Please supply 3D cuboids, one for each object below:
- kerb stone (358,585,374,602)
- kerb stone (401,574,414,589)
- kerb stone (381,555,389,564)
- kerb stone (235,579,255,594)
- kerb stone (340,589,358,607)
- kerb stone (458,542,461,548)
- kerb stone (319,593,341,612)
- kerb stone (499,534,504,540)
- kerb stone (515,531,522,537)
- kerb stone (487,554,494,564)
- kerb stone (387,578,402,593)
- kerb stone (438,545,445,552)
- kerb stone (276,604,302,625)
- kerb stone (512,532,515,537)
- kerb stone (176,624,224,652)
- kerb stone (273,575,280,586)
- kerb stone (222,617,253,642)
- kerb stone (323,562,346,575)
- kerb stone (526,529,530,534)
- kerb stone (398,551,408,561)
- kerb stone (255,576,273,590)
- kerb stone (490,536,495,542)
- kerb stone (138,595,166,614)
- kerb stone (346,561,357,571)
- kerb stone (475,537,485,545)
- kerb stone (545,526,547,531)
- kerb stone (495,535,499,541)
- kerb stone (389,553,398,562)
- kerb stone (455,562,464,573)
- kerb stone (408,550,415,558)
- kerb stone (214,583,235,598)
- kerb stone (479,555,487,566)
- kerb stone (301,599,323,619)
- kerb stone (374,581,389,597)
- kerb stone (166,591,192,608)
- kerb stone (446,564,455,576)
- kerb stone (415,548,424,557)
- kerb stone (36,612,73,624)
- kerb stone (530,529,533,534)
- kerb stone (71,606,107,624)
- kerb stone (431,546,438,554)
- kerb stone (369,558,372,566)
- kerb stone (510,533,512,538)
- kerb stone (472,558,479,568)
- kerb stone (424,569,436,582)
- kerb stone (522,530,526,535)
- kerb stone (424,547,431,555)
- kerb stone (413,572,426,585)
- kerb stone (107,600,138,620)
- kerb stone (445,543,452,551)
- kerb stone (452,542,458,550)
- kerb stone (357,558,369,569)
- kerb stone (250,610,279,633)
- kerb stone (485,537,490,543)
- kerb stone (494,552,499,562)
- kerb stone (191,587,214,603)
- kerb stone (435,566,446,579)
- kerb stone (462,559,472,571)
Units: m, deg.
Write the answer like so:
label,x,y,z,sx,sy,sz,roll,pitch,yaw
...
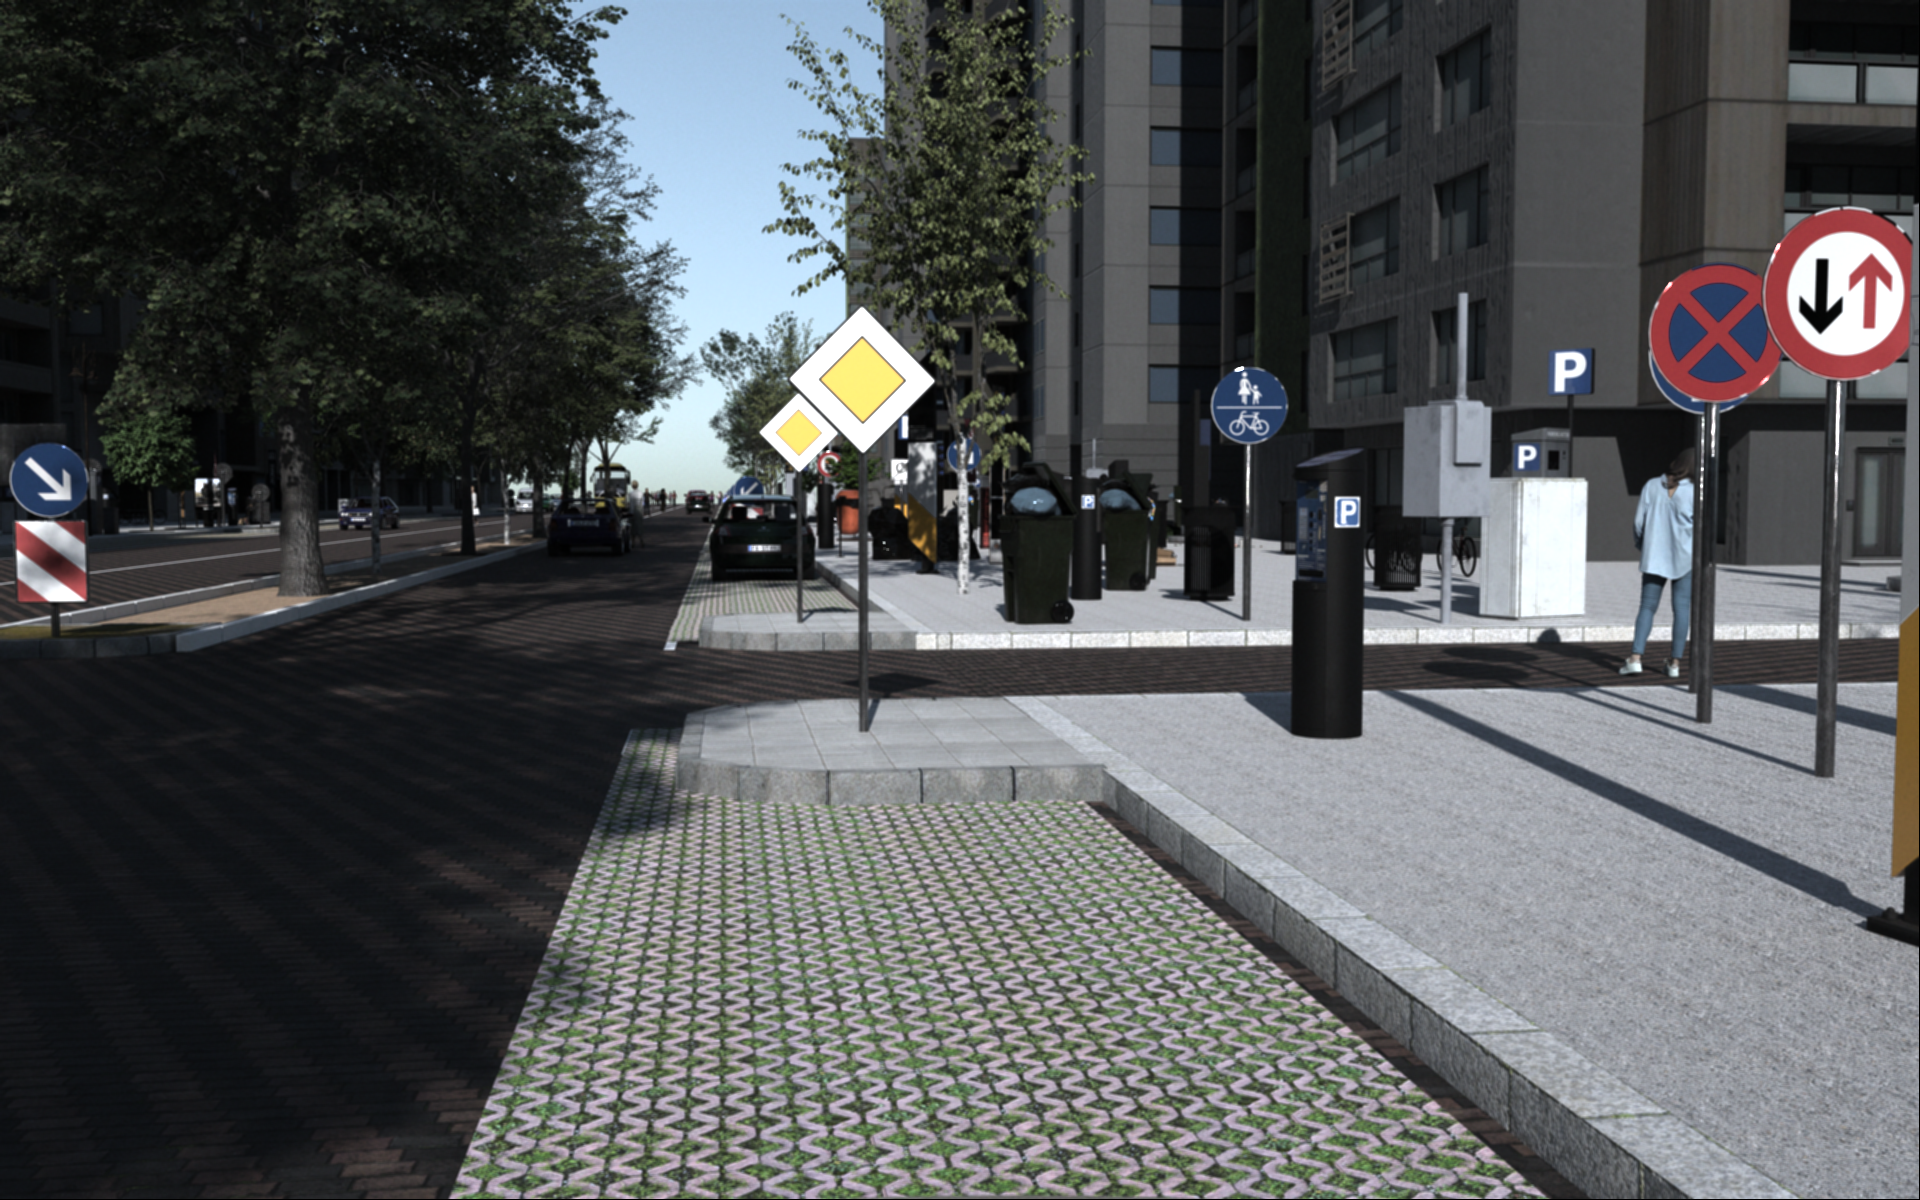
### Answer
label,x,y,z,sx,sy,sz,roll,pitch,yaw
kerb stone,-8.096,-0.071,23.361,0.120,0.150,1.000,0,4,-8
kerb stone,-8.507,-0.257,26.400,0.120,0.150,1.000,0,4,-8
kerb stone,-11.833,-0.798,35.249,0.120,0.150,1.000,0,4,-8
kerb stone,-10.459,-0.174,25.097,0.120,0.150,1.000,0,4,-8
kerb stone,-7.960,-0.008,22.333,0.120,0.150,1.000,0,4,-8
kerb stone,-13.206,-1.420,45.408,0.120,0.150,1.000,0,4,-8
kerb stone,-7.819,0.055,21.320,0.120,0.150,1.000,0,4,-8
kerb stone,-14.314,-1.914,53.540,0.120,0.150,1.000,0,4,-8
kerb stone,-15.014,-2.228,58.620,0.120,0.150,1.000,0,4,-8
kerb stone,-9.753,-0.811,35.544,0.120,0.150,1.000,0,4,-8
kerb stone,-8.366,-0.195,25.387,0.120,0.150,1.000,0,4,-8
kerb stone,-12.804,-1.233,42.360,0.120,0.150,1.000,0,4,-8
kerb stone,-7.545,0.178,19.286,0.120,0.150,1.000,0,4,-8
kerb stone,-14.736,-2.104,56.588,0.120,0.150,1.000,0,4,-8
kerb stone,-7.132,0.364,16.244,0.120,0.150,1.000,0,4,-8
kerb stone,-10.736,-0.301,27.122,0.120,0.150,1.000,0,4,-8
kerb stone,-7.267,0.304,17.257,0.120,0.150,1.000,0,4,-8
kerb stone,-11.285,-0.548,31.192,0.120,0.150,1.000,0,4,-8
kerb stone,-15.279,-2.352,60.651,0.120,0.150,1.000,0,4,-8
kerb stone,-12.098,-0.923,37.281,0.120,0.150,1.000,0,4,-8
kerb stone,-10.591,-0.236,26.110,0.120,0.150,1.000,0,4,-8
kerb stone,-14.044,-1.793,51.514,0.120,0.150,1.000,0,4,-8
kerb stone,-9.898,0.071,21.037,0.120,0.150,1.000,0,4,-8
kerb stone,-11.423,-0.612,32.206,0.120,0.150,1.000,0,4,-8
kerb stone,-13.760,-1.669,49.477,0.120,0.150,1.000,0,4,-8
kerb stone,-16.529,-2.904,69.793,0.120,0.150,1.000,0,4,-8
kerb stone,-14.180,-1.855,52.527,0.120,0.150,1.000,0,4,-8
kerb stone,-11.974,-0.853,36.264,0.120,0.150,1.000,0,4,-8
kerb stone,-9.203,-0.562,31.492,0.120,0.150,1.000,0,4,-8
kerb stone,-12.251,-0.985,38.303,0.120,0.150,1.000,0,4,-8
kerb stone,-10.322,-0.108,24.084,0.120,0.150,1.000,0,4,-8
kerb stone,-9.609,-0.754,34.531,0.120,0.150,1.000,0,4,-8
kerb stone,-7.677,0.120,20.300,0.120,0.150,1.000,0,4,-8
kerb stone,-8.233,-0.128,24.374,0.120,0.150,1.000,0,4,-8
kerb stone,-10.035,0.009,22.054,0.120,0.150,1.000,0,4,-8
kerb stone,-9.065,-0.506,30.474,0.120,0.150,1.000,0,4,-8
kerb stone,-12.381,-1.042,39.317,0.120,0.150,1.000,0,4,-8
kerb stone,-9.496,0.260,17.988,0.120,0.150,1.000,0,4,-8
kerb stone,-15.422,-2.414,61.662,0.120,0.150,1.000,0,4,-8
kerb stone,-9.628,0.195,19.001,0.120,0.150,1.000,0,4,-8
kerb stone,-12.658,-1.170,41.348,0.120,0.150,1.000,0,4,-8
kerb stone,-11.701,-0.733,34.236,0.120,0.150,1.000,0,4,-8
kerb stone,-14.591,-2.041,55.570,0.120,0.150,1.000,0,4,-8
kerb stone,-9.482,-0.692,33.517,0.120,0.150,1.000,0,4,-8
kerb stone,-8.788,-0.382,28.440,0.120,0.150,1.000,0,4,-8
kerb stone,-15.144,-2.285,59.638,0.120,0.150,1.000,0,4,-8
kerb stone,-12.522,-1.109,40.335,0.120,0.150,1.000,0,4,-8
kerb stone,-8.649,-0.319,27.421,0.120,0.150,1.000,0,4,-8
kerb stone,-9.765,0.133,20.018,0.120,0.150,1.000,0,4,-8
kerb stone,-12.934,-1.293,43.373,0.120,0.150,1.000,0,4,-8
kerb stone,-13.074,-1.350,44.395,0.120,0.150,1.000,0,4,-8
kerb stone,-11.549,-0.674,33.222,0.120,0.150,1.000,0,4,-8
kerb stone,-7.406,0.243,18.274,0.120,0.150,1.000,0,4,-8
kerb stone,-13.898,-1.731,50.489,0.120,0.150,1.000,0,4,-8
kerb stone,-9.903,-0.879,36.559,0.120,0.150,1.000,0,4,-8
kerb stone,-10.176,-0.052,23.072,0.120,0.150,1.000,0,4,-8
kerb stone,-8.924,-0.444,29.456,0.120,0.150,1.000,0,4,-8
kerb stone,-9.344,-0.631,32.504,0.120,0.150,1.000,0,4,-8
